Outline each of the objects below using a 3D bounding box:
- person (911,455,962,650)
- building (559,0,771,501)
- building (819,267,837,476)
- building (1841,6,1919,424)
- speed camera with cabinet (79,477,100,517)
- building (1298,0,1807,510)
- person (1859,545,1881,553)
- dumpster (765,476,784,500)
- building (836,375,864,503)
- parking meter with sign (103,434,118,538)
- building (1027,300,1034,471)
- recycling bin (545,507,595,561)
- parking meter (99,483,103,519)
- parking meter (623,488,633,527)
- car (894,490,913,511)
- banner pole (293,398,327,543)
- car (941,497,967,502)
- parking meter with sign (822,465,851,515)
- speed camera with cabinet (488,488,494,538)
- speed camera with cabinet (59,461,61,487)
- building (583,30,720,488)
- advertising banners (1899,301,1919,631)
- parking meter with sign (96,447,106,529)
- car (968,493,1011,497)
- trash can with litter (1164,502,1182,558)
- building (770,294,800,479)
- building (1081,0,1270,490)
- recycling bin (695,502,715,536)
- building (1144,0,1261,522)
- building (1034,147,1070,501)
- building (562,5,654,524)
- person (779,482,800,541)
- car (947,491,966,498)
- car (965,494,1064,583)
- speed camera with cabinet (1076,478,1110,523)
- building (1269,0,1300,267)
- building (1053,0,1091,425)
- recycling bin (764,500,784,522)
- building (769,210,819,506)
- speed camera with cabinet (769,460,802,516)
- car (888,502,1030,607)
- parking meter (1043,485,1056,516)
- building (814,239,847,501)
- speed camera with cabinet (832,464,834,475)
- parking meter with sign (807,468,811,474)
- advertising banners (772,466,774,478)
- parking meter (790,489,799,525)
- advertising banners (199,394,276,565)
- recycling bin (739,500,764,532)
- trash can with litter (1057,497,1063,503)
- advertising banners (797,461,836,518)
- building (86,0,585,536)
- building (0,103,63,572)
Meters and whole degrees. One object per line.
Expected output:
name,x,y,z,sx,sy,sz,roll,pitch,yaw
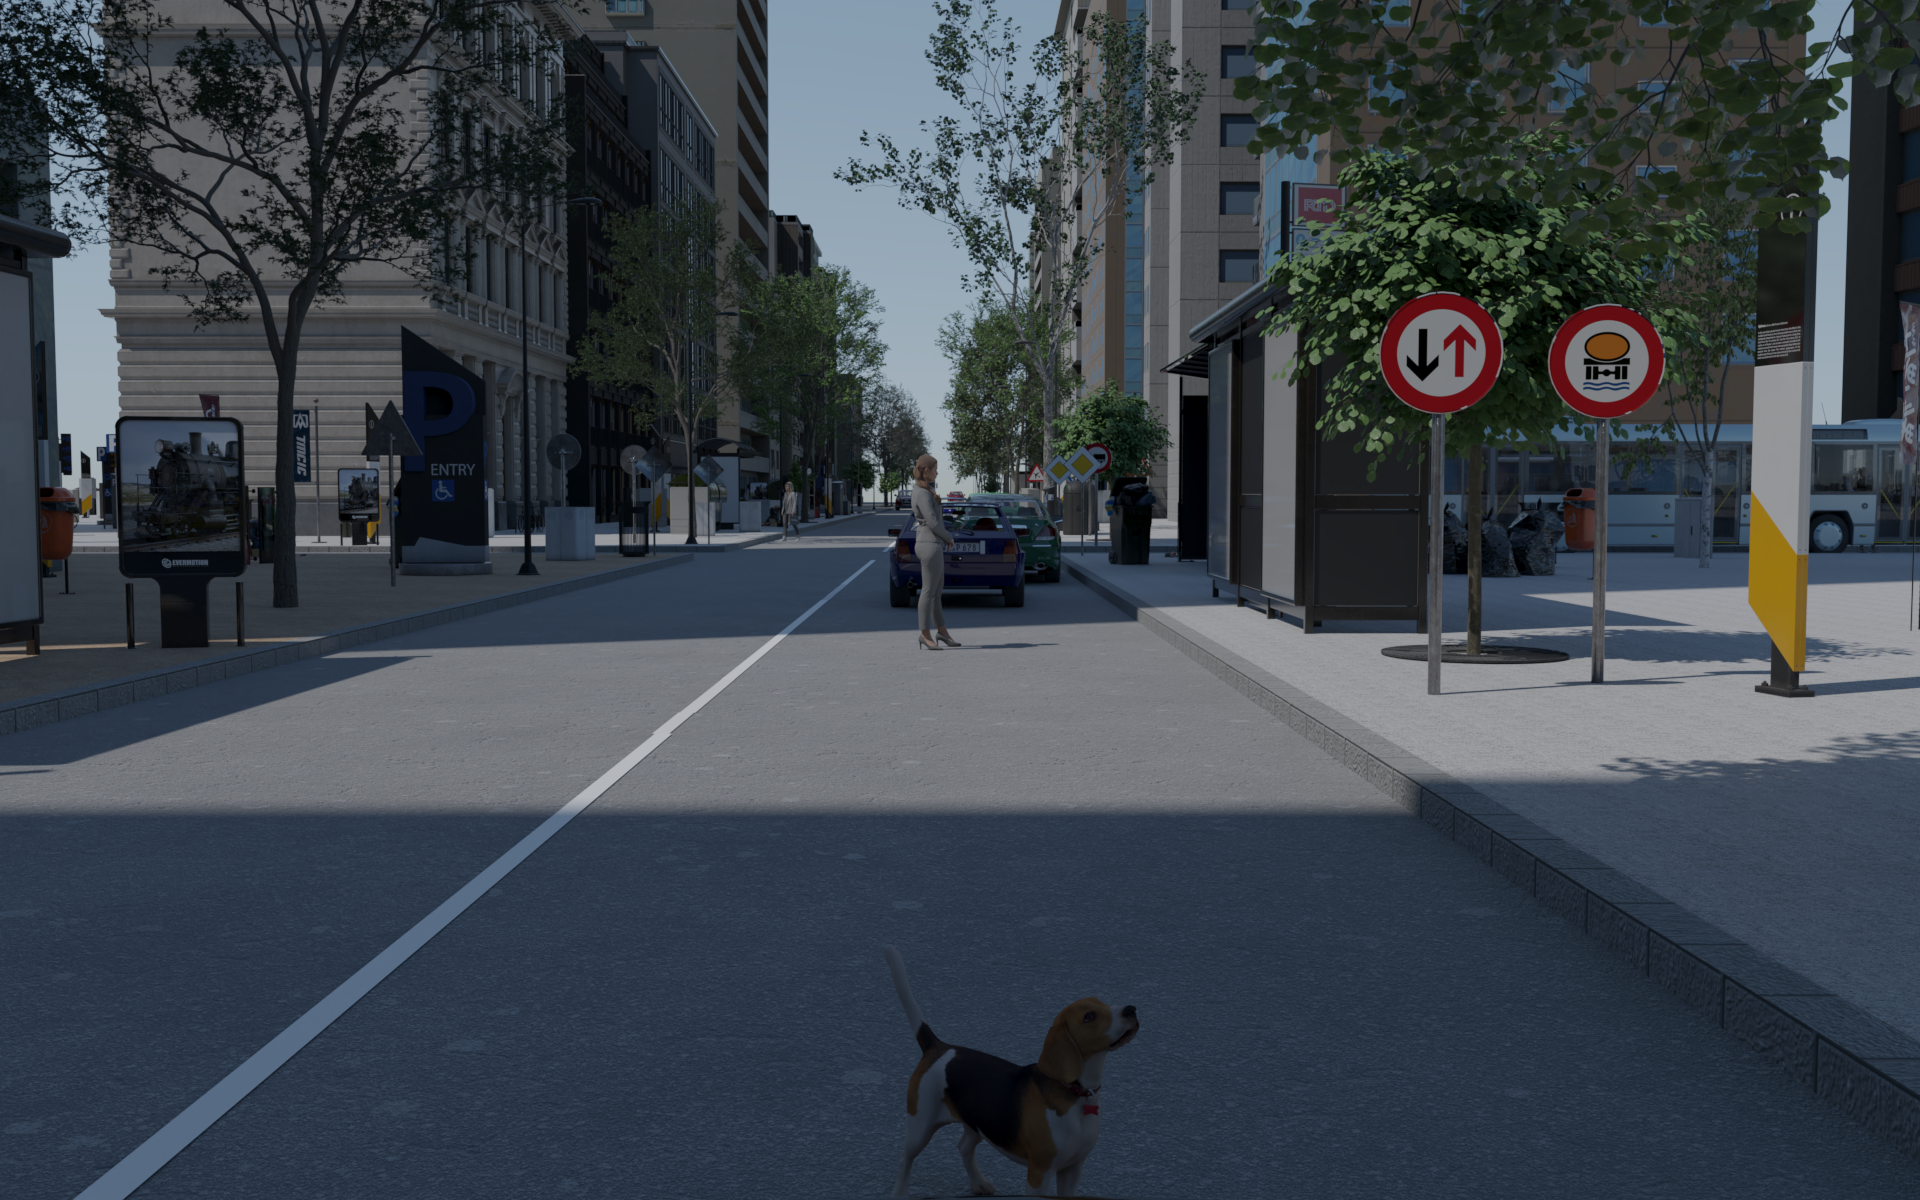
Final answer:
person,-0.186,-0.439,15.952,0.573,1.790,0.520,-1,4,-22
building,-26.014,-30.920,129.241,21.300,48.544,21.600,0,4,0
building,-22.943,-27.264,217.470,14.160,30.474,14.107,0,4,0
building,47.689,-24.929,62.216,28.867,44.769,22.147,0,4,0
speed camera with cabinet,-47.911,-6.237,96.312,0.660,3.252,2.038,2,4,24
building,18.168,-24.955,58.129,14.200,45.320,14.600,0,4,0
person,21.831,-2.005,41.460,0.526,1.800,0.537,2,4,24
dumpster,-9.035,-5.203,87.570,1.502,2.255,1.985,0,4,0
building,-29.282,-25.575,263.185,27.650,21.520,28.899,0,4,0
parking meter with sign,-24.519,-3.351,51.042,0.543,3.016,1.738,0,4,-6
building,16.901,-29.647,256.434,14.160,30.474,14.107,0,4,0
recycling bin,-7.549,-1.284,33.550,0.722,1.027,0.722,1,4,18
parking meter,-44.284,-5.128,89.550,0.255,1.863,0.399,0,4,2
parking meter,-12.924,-3.609,67.411,0.372,1.533,0.369,0,3,0
car,-4.614,-8.763,151.946,2.281,1.827,5.304,0,4,0
banner pole,-17.047,-3.381,45.295,0.863,3.779,0.401,-1,4,-16
car,-0.315,-2.620,55.420,1.945,1.354,3.894,0,3,0
parking meter with sign,-7.457,-6.652,105.015,1.738,3.016,0.543,2,4,27
speed camera with cabinet,-14.665,-3.431,50.436,2.038,3.252,0.660,-3,4,-36
speed camera with cabinet,-24.702,-3.155,45.924,2.038,3.252,0.660,2,4,30
building,-22.470,-18.716,99.514,14.314,27.812,24.014,0,4,0
advertising banners,9.281,-1.239,16.453,2.074,3.025,0.090,-3,5,-41
parking meter with sign,-31.045,-4.160,64.273,0.543,3.016,1.738,2,4,28
car,0.864,-2.378,47.679,1.959,1.807,4.718,0,4,-1
trash can with litter,5.042,-1.481,35.273,2.233,1.210,1.678,-2,4,-28
building,-29.565,-19.049,156.483,27.650,21.520,28.899,0,4,0
building,18.072,-30.644,151.132,14.600,45.320,14.200,0,4,0
recycling bin,-7.850,-2.470,52.931,0.722,1.027,0.722,-1,4,-9
building,20.322,-33.553,90.590,21.231,58.520,28.212,0,4,0
building,21.307,-37.561,237.826,21.300,48.544,21.600,0,4,0
building,-21.675,-15.296,79.765,12.332,23.373,15.834,0,4,0
person,-5.103,-2.683,52.544,0.728,1.800,0.709,-3,5,-45
car,-0.470,-12.093,206.389,2.281,1.827,5.304,0,3,0
car,0.727,-1.078,29.429,2.131,1.459,4.920,0,4,0
speed camera with cabinet,6.038,-5.020,76.416,2.038,3.252,0.660,-3,4,-36
building,17.789,-29.777,136.958,14.600,45.320,14.200,0,4,0
building,24.288,-35.693,172.823,28.713,52.752,27.495,0,4,0
recycling bin,-7.755,-3.610,71.578,0.722,1.027,0.722,-3,5,-39
building,-22.466,-24.846,177.931,14.160,30.474,14.107,0,4,0
speed camera with cabinet,-10.171,-6.585,101.993,2.038,3.252,0.660,1,4,12
car,-0.021,-0.655,23.290,1.945,1.354,3.894,0,4,1
parking meter,2.640,-2.614,51.142,0.372,1.533,0.369,0,3,0
building,-31.972,-33.289,236.158,32.217,40.220,23.993,0,4,0
speed camera with cabinet,-8.198,-7.257,112.995,0.660,3.252,2.038,0,4,4
parking meter with sign,-9.561,-7.422,117.616,1.738,3.016,0.543,-3,5,-43
advertising banners,-11.614,-6.722,106.091,0.090,3.025,2.074,0,4,7
parking meter,-6.973,-3.935,72.754,0.372,1.533,0.369,0,3,0
advertising banners,-12.980,-2.143,31.225,0.090,3.025,2.074,1,4,15
recycling bin,-7.122,-2.829,58.816,0.722,1.027,0.722,0,4,-5
trash can with litter,4.197,-3.549,69.410,1.055,1.170,0.624,3,5,39
advertising banners,-7.673,-5.875,92.249,2.074,3.025,0.090,0,4,-6
building,-20.838,-14.217,61.325,11.050,23.489,19.941,0,4,0
building,-30.398,-42.955,14.993,31.000,86.520,22.319,0,4,0
